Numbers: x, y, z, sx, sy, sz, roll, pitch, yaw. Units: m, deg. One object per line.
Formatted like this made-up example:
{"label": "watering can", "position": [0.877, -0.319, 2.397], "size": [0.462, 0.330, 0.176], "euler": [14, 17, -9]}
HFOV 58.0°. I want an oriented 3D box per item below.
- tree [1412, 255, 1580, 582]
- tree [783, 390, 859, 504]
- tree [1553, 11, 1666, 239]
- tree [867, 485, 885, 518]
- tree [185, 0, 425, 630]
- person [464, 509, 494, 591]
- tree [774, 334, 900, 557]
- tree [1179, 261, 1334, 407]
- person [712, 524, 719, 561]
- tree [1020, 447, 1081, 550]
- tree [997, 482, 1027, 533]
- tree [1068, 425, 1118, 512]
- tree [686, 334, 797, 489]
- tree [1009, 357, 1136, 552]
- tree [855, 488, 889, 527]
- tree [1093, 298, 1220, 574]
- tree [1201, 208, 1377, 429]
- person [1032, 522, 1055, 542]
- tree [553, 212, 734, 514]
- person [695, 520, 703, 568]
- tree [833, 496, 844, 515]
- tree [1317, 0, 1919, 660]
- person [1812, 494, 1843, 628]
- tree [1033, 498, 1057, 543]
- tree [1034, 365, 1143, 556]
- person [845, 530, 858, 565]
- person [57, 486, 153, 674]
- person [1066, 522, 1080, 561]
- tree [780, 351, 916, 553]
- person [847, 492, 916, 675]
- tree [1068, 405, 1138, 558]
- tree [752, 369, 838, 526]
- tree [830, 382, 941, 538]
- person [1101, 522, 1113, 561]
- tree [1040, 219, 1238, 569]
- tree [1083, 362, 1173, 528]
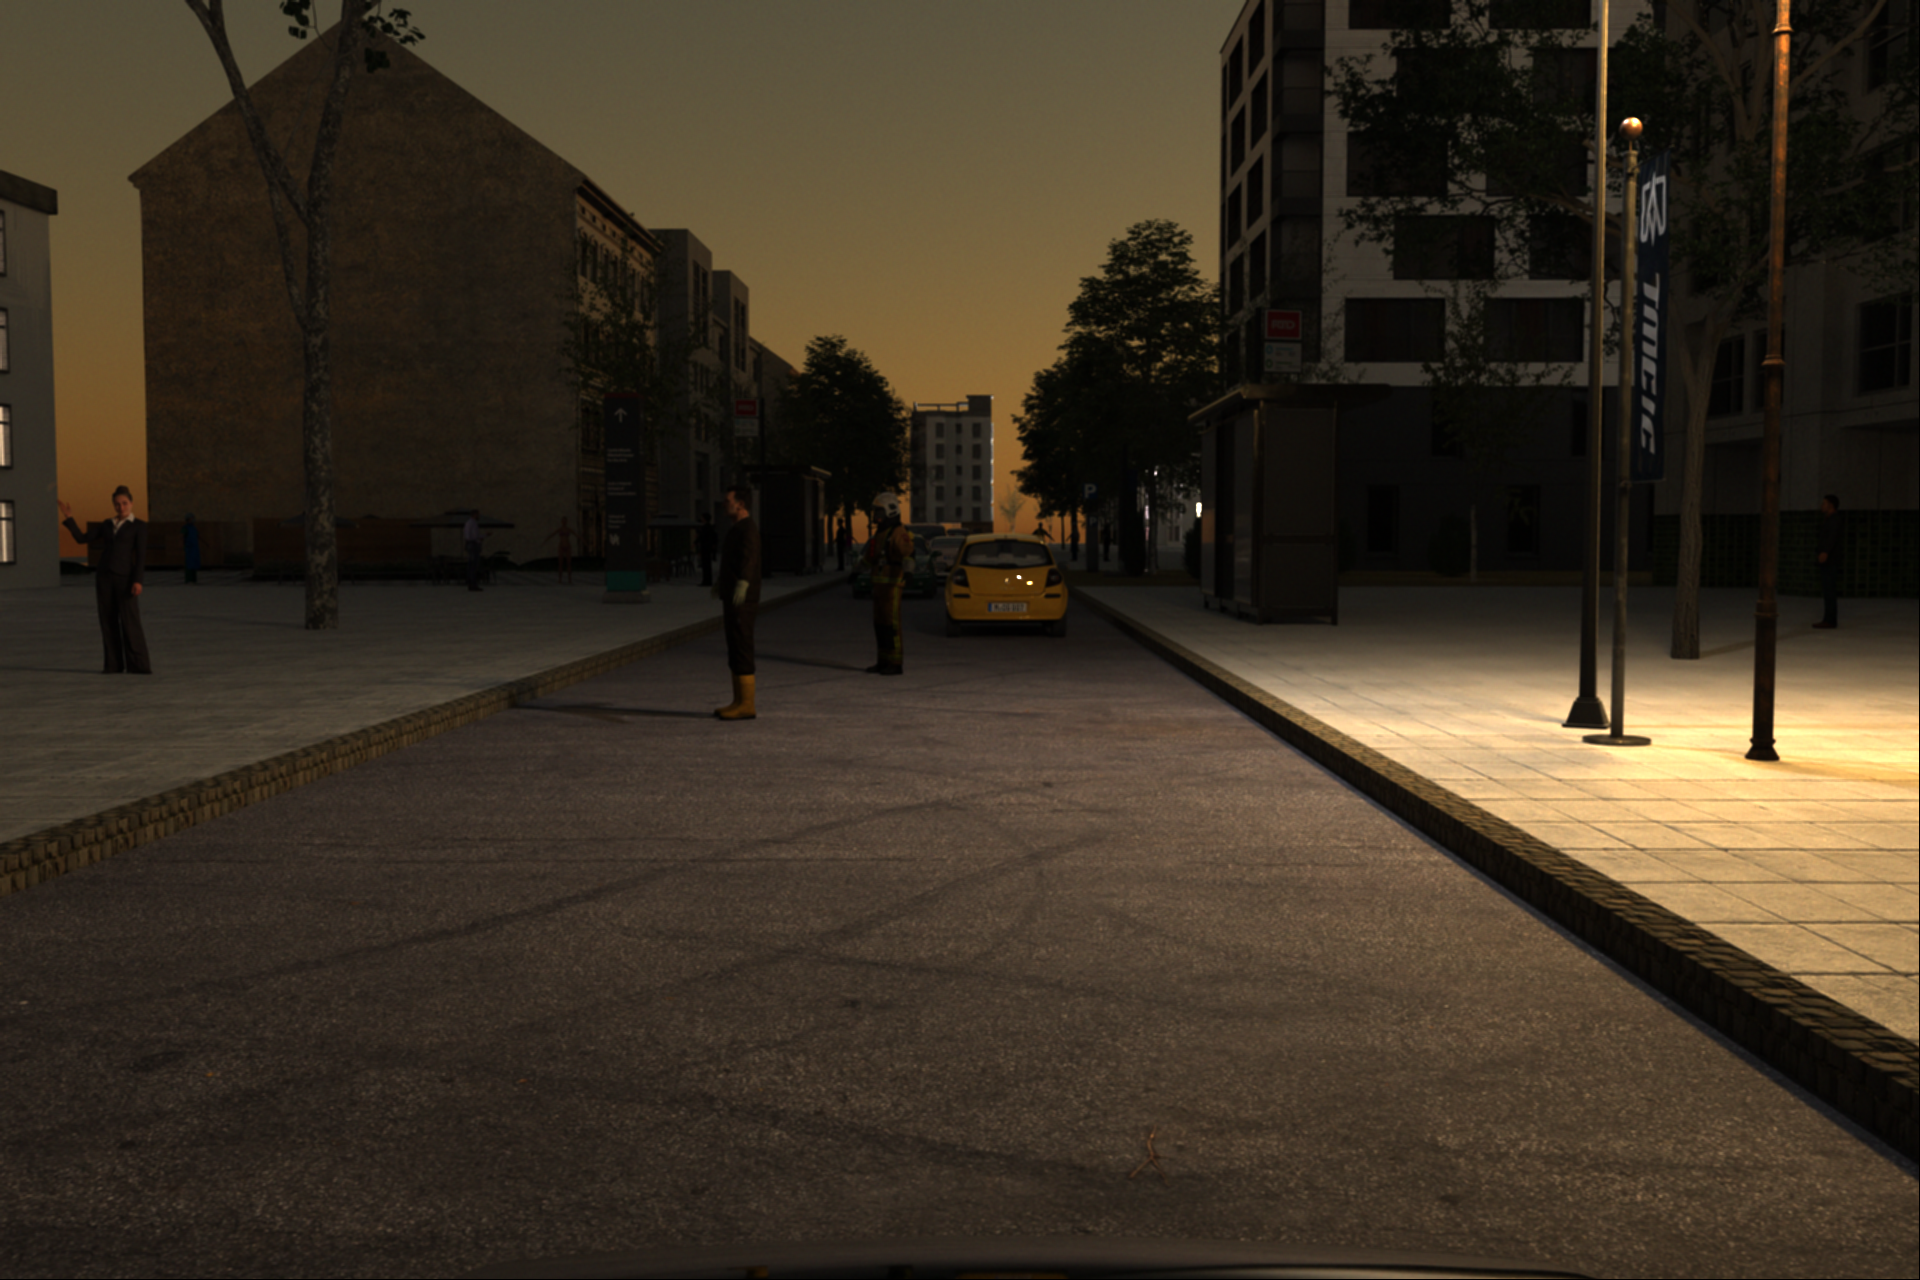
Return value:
{"label": "tree", "position": [13.679, -5.818, 45.484], "size": [4.737, 8.622, 4.395], "euler": [0, 3, 0]}
{"label": "tree", "position": [-7.244, -8.470, 88.847], "size": [4.360, 8.622, 3.978], "euler": [0, 3, 0]}
{"label": "tree", "position": [23.445, -11.854, 49.697], "size": [12.611, 20.169, 13.585], "euler": [0, 3, 0]}
{"label": "tree", "position": [-10.814, -17.679, 239.416], "size": [4.360, 8.622, 3.978], "euler": [0, 3, 0]}
{"label": "tree", "position": [-9.829, -10.266, 23.733], "size": [12.611, 20.169, 13.585], "euler": [0, 3, 0]}
{"label": "person", "position": [-10.844, -2.027, 39.059], "size": [0.599, 1.838, 0.709], "euler": [-3, 4, -36]}
{"label": "tree", "position": [-7.058, -11.058, 98.931], "size": [7.486, 12.596, 7.792], "euler": [0, 3, 0]}
{"label": "tree", "position": [7.648, -5.955, 47.725], "size": [4.360, 8.622, 3.978], "euler": [0, 3, 0]}
{"label": "person", "position": [-11.482, -4.577, 81.554], "size": [0.721, 1.740, 1.216], "euler": [0, 3, 0]}
{"label": "tree", "position": [8.623, -12.708, 142.185], "size": [8.767, 10.594, 7.601], "euler": [1, 4, 21]}
{"label": "tree", "position": [7.668, -17.744, 240.482], "size": [4.360, 8.622, 3.978], "euler": [0, 3, 0]}
{"label": "tree", "position": [8.576, -9.777, 110.217], "size": [4.737, 8.622, 4.395], "euler": [0, 3, 0]}
{"label": "tree", "position": [-8.634, -6.997, 64.764], "size": [4.360, 8.622, 3.978], "euler": [0, 3, 0]}
{"label": "tree", "position": [8.186, -13.262, 123.481], "size": [9.857, 13.997, 8.962], "euler": [0, 3, 0]}
{"label": "tree", "position": [-7.506, -12.078, 147.844], "size": [4.360, 8.622, 3.978], "euler": [0, 3, 0]}
{"label": "tree", "position": [5.922, -6.397, 54.960], "size": [4.360, 8.622, 3.978], "euler": [0, 3, 0]}
{"label": "tree", "position": [7.180, -5.470, 39.804], "size": [4.360, 8.622, 3.978], "euler": [0, 3, 0]}
{"label": "person", "position": [3.745, -4.549, 80.343], "size": [1.349, 1.833, 0.705], "euler": [-1, 4, -21]}
{"label": "tree", "position": [-7.708, -5.532, 40.809], "size": [4.737, 8.622, 4.395], "euler": [0, 3, 0]}
{"label": "person", "position": [-9.891, -3.671, 66.167], "size": [0.704, 1.843, 1.345], "euler": [0, 4, 7]}
{"label": "tree", "position": [-19.543, -20.112, 239.200], "size": [12.009, 13.543, 11.850], "euler": [0, 3, 0]}
{"label": "tree", "position": [7.213, -5.068, 17.273], "size": [8.767, 10.594, 7.601], "euler": [3, 5, 42]}
{"label": "person", "position": [11.839, -1.075, 23.649], "size": [0.705, 1.821, 1.348], "euler": [2, 4, 25]}
{"label": "tree", "position": [12.566, -17.482, 236.195], "size": [4.360, 8.622, 3.978], "euler": [0, 3, 0]}
{"label": "tree", "position": [7.934, -10.743, 101.411], "size": [9.928, 11.665, 9.643], "euler": [0, 3, 0]}
{"label": "person", "position": [-4.620, -3.826, 71.814], "size": [0.991, 1.433, 0.599], "euler": [-2, 4, -35]}
{"label": "person", "position": [-7.803, -0.548, 15.806], "size": [0.742, 1.727, 0.445], "euler": [-2, 4, -27]}
{"label": "person", "position": [5.372, -4.641, 81.735], "size": [0.705, 1.847, 1.347], "euler": [-1, 4, -22]}
{"label": "tree", "position": [-7.808, -13.014, 119.437], "size": [9.857, 13.997, 8.962], "euler": [0, 3, 0]}
{"label": "person", "position": [-0.765, -0.581, 17.717], "size": [0.705, 1.858, 1.354], "euler": [-2, 4, -29]}
{"label": "tree", "position": [7.770, -8.727, 93.052], "size": [4.360, 8.622, 3.978], "euler": [0, 3, 0]}
{"label": "tree", "position": [-7.428, -7.761, 77.258], "size": [4.737, 8.622, 4.395], "euler": [0, 3, 0]}
{"label": "tree", "position": [-6.960, -13.572, 132.272], "size": [12.009, 13.543, 11.850], "euler": [0, 3, 0]}
{"label": "person", "position": [6.936, -4.640, 81.642], "size": [0.705, 1.856, 1.354], "euler": [1, 4, 20]}
{"label": "tree", "position": [6.683, -8.876, 63.246], "size": [7.486, 12.596, 7.792], "euler": [0, 3, 0]}
{"label": "tree", "position": [7.768, -7.500, 72.988], "size": [4.360, 8.622, 3.978], "euler": [0, 3, 0]}
